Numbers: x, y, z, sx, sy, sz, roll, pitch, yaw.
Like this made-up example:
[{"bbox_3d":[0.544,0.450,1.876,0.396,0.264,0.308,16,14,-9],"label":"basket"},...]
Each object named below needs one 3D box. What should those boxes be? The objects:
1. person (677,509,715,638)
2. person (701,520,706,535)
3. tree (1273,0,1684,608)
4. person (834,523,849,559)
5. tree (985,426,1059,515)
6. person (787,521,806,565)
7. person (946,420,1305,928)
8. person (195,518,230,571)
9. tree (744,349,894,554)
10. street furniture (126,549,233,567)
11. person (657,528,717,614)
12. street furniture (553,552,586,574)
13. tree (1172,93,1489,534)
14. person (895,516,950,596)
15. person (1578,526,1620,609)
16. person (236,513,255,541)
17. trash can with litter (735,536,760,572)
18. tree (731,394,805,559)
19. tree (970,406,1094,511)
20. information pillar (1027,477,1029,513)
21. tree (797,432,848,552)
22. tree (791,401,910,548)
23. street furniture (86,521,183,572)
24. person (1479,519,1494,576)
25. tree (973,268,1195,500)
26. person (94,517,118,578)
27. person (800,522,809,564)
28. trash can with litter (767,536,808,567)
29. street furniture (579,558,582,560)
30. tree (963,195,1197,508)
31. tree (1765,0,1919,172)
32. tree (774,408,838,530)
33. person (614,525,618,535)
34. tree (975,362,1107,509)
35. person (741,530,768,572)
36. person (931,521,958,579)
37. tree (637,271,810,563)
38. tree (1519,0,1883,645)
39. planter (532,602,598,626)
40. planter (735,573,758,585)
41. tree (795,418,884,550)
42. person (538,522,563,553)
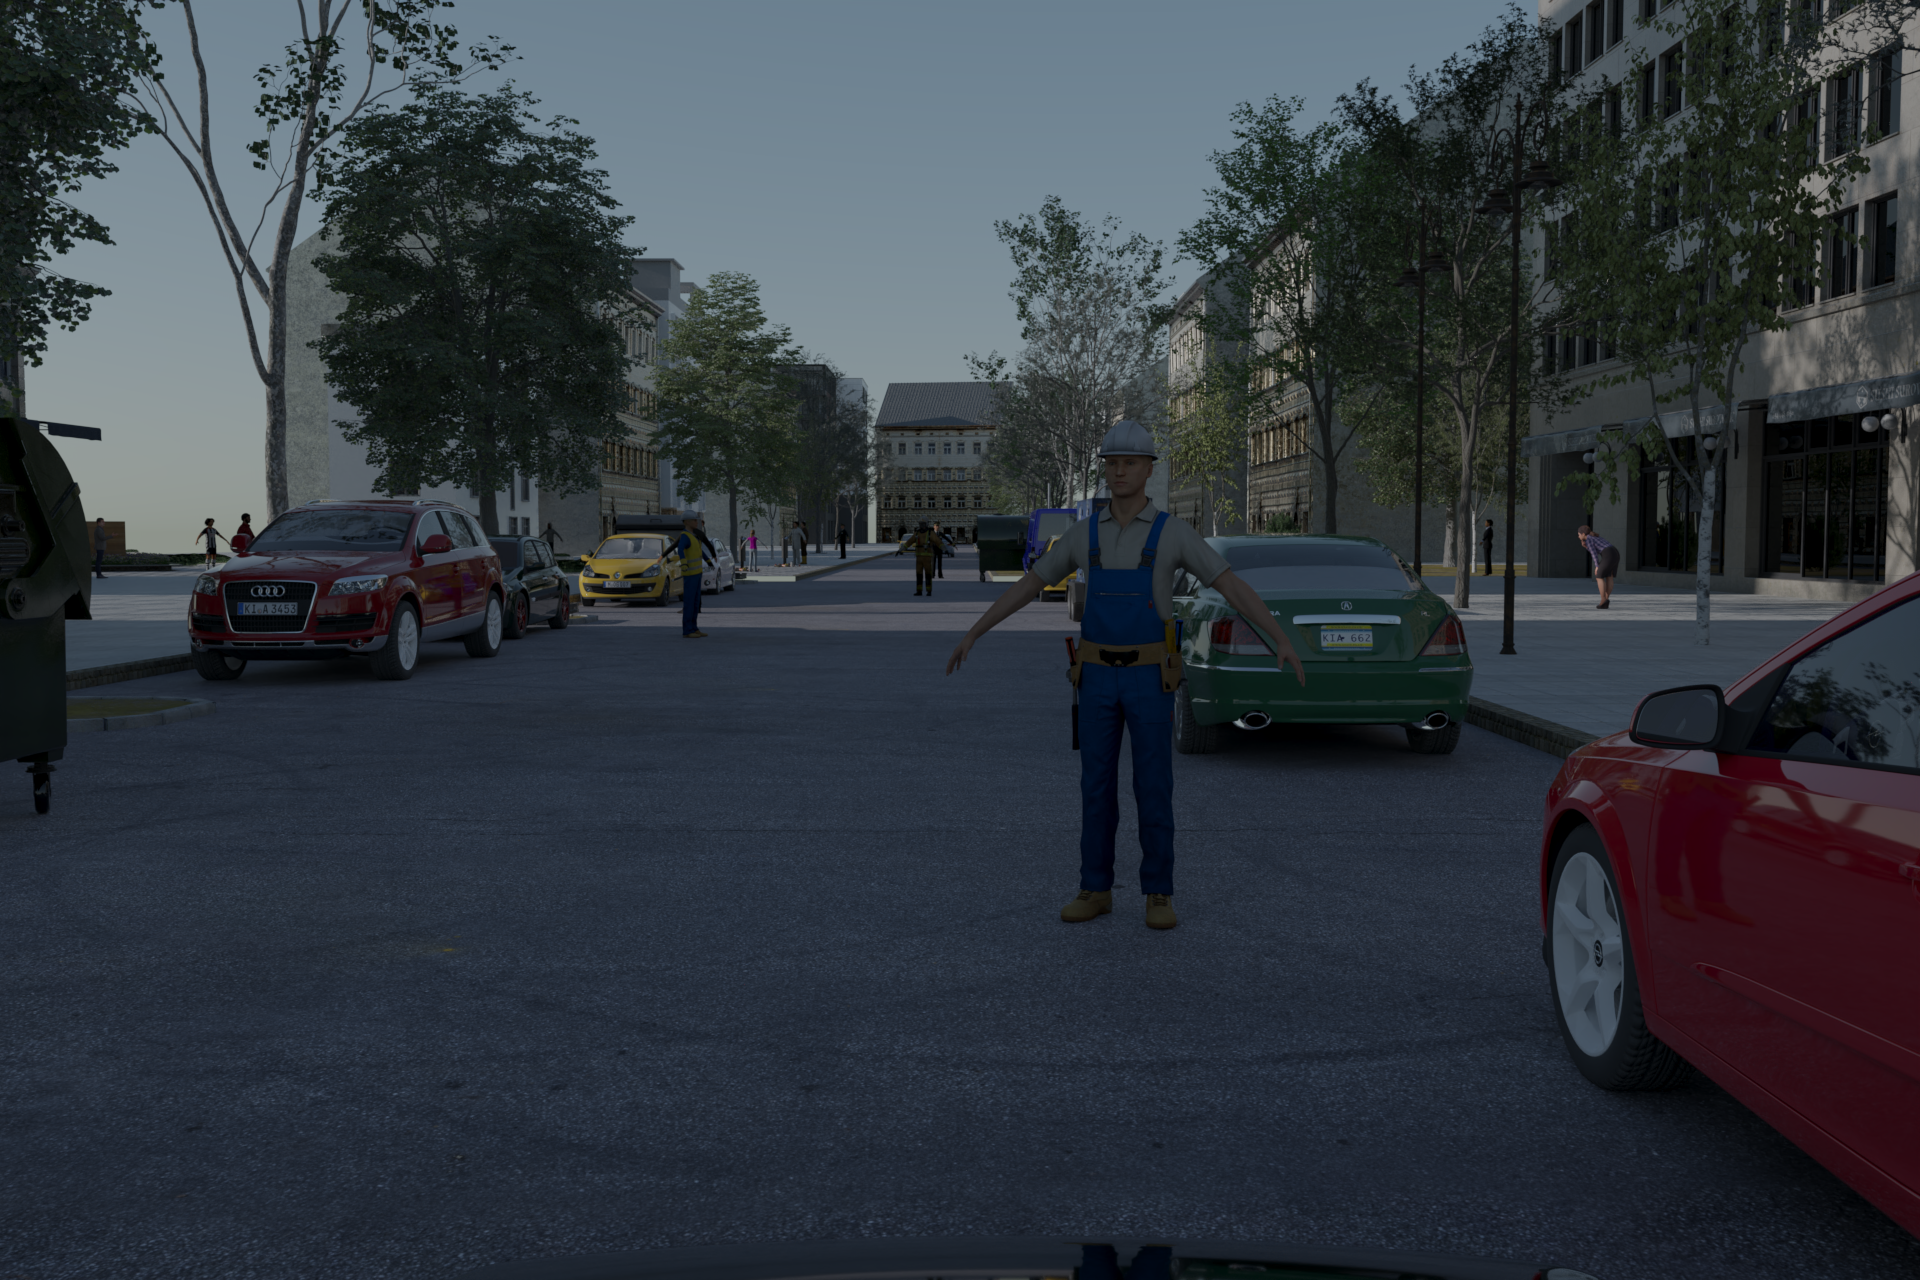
[{"bbox_3d":[-3.648,-0.923,24.017,0.721,1.772,1.216,1,4,10],"label":"person"},{"bbox_3d":[-9.506,-3.514,63.725,0.705,1.796,1.348,-1,4,-12],"label":"person"},{"bbox_3d":[9.044,-5.837,29.854,7.601,10.594,8.767,-1,4,-17],"label":"tree"},{"bbox_3d":[-6.049,-5.083,89.040,0.705,1.837,1.347,-3,4,-37],"label":"person"},{"bbox_3d":[5.648,-14.536,155.791,7.486,12.596,7.792,0,3,0],"label":"tree"},{"bbox_3d":[-6.821,-4.017,71.866,1.347,1.806,0.705,3,5,40],"label":"person"},{"bbox_3d":[0.610,0.117,6.397,1.347,1.847,0.705,1,4,20],"label":"person"},{"bbox_3d":[-25.235,-3.195,58.388,0.704,1.843,1.345,2,4,28],"label":"person"},{"bbox_3d":[-9.439,-12.470,114.249,12.009,13.543,11.850,0,3,0],"label":"tree"},{"bbox_3d":[-33.348,-3.422,71.570,5.734,0.657,10.072,-1,4,-8],"label":"street furniture"},{"bbox_3d":[-4.874,-1.383,31.292,0.704,1.802,1.346,3,5,43],"label":"person"},{"bbox_3d":[-16.922,-2.510,56.665,10.072,0.657,5.734,-1,4,-17],"label":"street furniture"},{"bbox_3d":[8.792,-7.063,41.228,9.928,11.665,9.643,0,3,0],"label":"tree"},{"bbox_3d":[-0.846,-1.949,40.086,1.354,1.858,0.705,1,4,21],"label":"person"},{"bbox_3d":[10.949,-1.250,29.721,0.697,1.427,0.421,3,4,38],"label":"person"},{"bbox_3d":[-18.064,-2.313,43.922,0.704,1.816,1.345,0,4,2],"label":"person"},{"bbox_3d":[-7.436,-3.012,60.308,1.678,1.210,2.233,0,4,-1],"label":"trash can with litter"},{"bbox_3d":[-9.623,-8.390,87.535,4.737,8.622,4.395,0,3,0],"label":"tree"},{"bbox_3d":[6.049,-13.946,138.394,12.009,13.543,11.850,0,3,0],"label":"tree"},{"bbox_3d":[2.822,-4.924,71.854,0.183,3.616,0.504,0,4,1],"label":"information pillar"},{"bbox_3d":[-9.839,-10.537,122.640,4.737,8.622,4.395,0,3,0],"label":"tree"},{"bbox_3d":[-9.645,-15.086,157.030,12.009,13.543,11.850,0,3,0],"label":"tree"},{"bbox_3d":[-30.593,-3.274,60.386,11.010,1.723,9.812,-2,4,-28],"label":"street furniture"},{"bbox_3d":[16.177,-2.849,53.307,0.721,1.740,1.216,2,4,29],"label":"person"},{"bbox_3d":[5.881,-10.346,79.527,12.009,13.543,11.850,0,3,0],"label":"tree"},{"bbox_3d":[-24.684,-2.662,50.097,0.750,1.759,0.617,-1,4,-13],"label":"person"},{"bbox_3d":[-6.655,-4.115,73.419,0.704,1.812,1.346,1,4,16],"label":"person"},{"bbox_3d":[-6.737,-3.491,68.141,1.678,1.210,2.233,0,4,1],"label":"trash can with litter"},{"bbox_3d":[-14.201,-3.117,66.591,5.734,0.657,10.072,-1,4,-12],"label":"street furniture"},{"bbox_3d":[6.582,-14.637,95.202,12.611,20.169,13.585,0,3,0],"label":"tree"},{"bbox_3d":[8.796,-6.181,11.430,12.009,13.543,11.850,0,3,0],"label":"tree"},{"bbox_3d":[-9.215,-9.245,101.523,4.360,8.622,3.978,0,3,0],"label":"tree"},{"bbox_3d":[-17.795,-5.140,90.224,0.705,1.806,1.347,-1,4,-20],"label":"person"},{"bbox_3d":[6.319,-12.883,121.010,12.009,13.543,11.850,0,3,0],"label":"tree"},{"bbox_3d":[-6.950,-3.007,58.434,0.991,1.433,0.599,1,4,18],"label":"person"},{"bbox_3d":[-0.739,-2.902,55.840,1.347,1.837,0.705,-1,4,-14],"label":"person"},{"bbox_3d":[-10.315,-9.618,75.388,7.486,12.596,7.792,0,3,0],"label":"tree"},{"bbox_3d":[8.614,-4.260,20.019,4.737,8.622,4.395,0,3,0],"label":"tree"},{"bbox_3d":[-6.970,-0.427,28.121,1.991,0.319,1.994,0,3,0],"label":"planter"},{"bbox_3d":[-6.887,-1.768,50.049,1.991,0.319,1.994,0,3,0],"label":"planter"},{"bbox_3d":[-9.533,-12.429,137.631,7.601,10.594,8.767,-1,4,-11],"label":"tree"},{"bbox_3d":[-18.715,-4.458,79.009,1.348,1.813,0.705,1,4,13],"label":"person"}]
